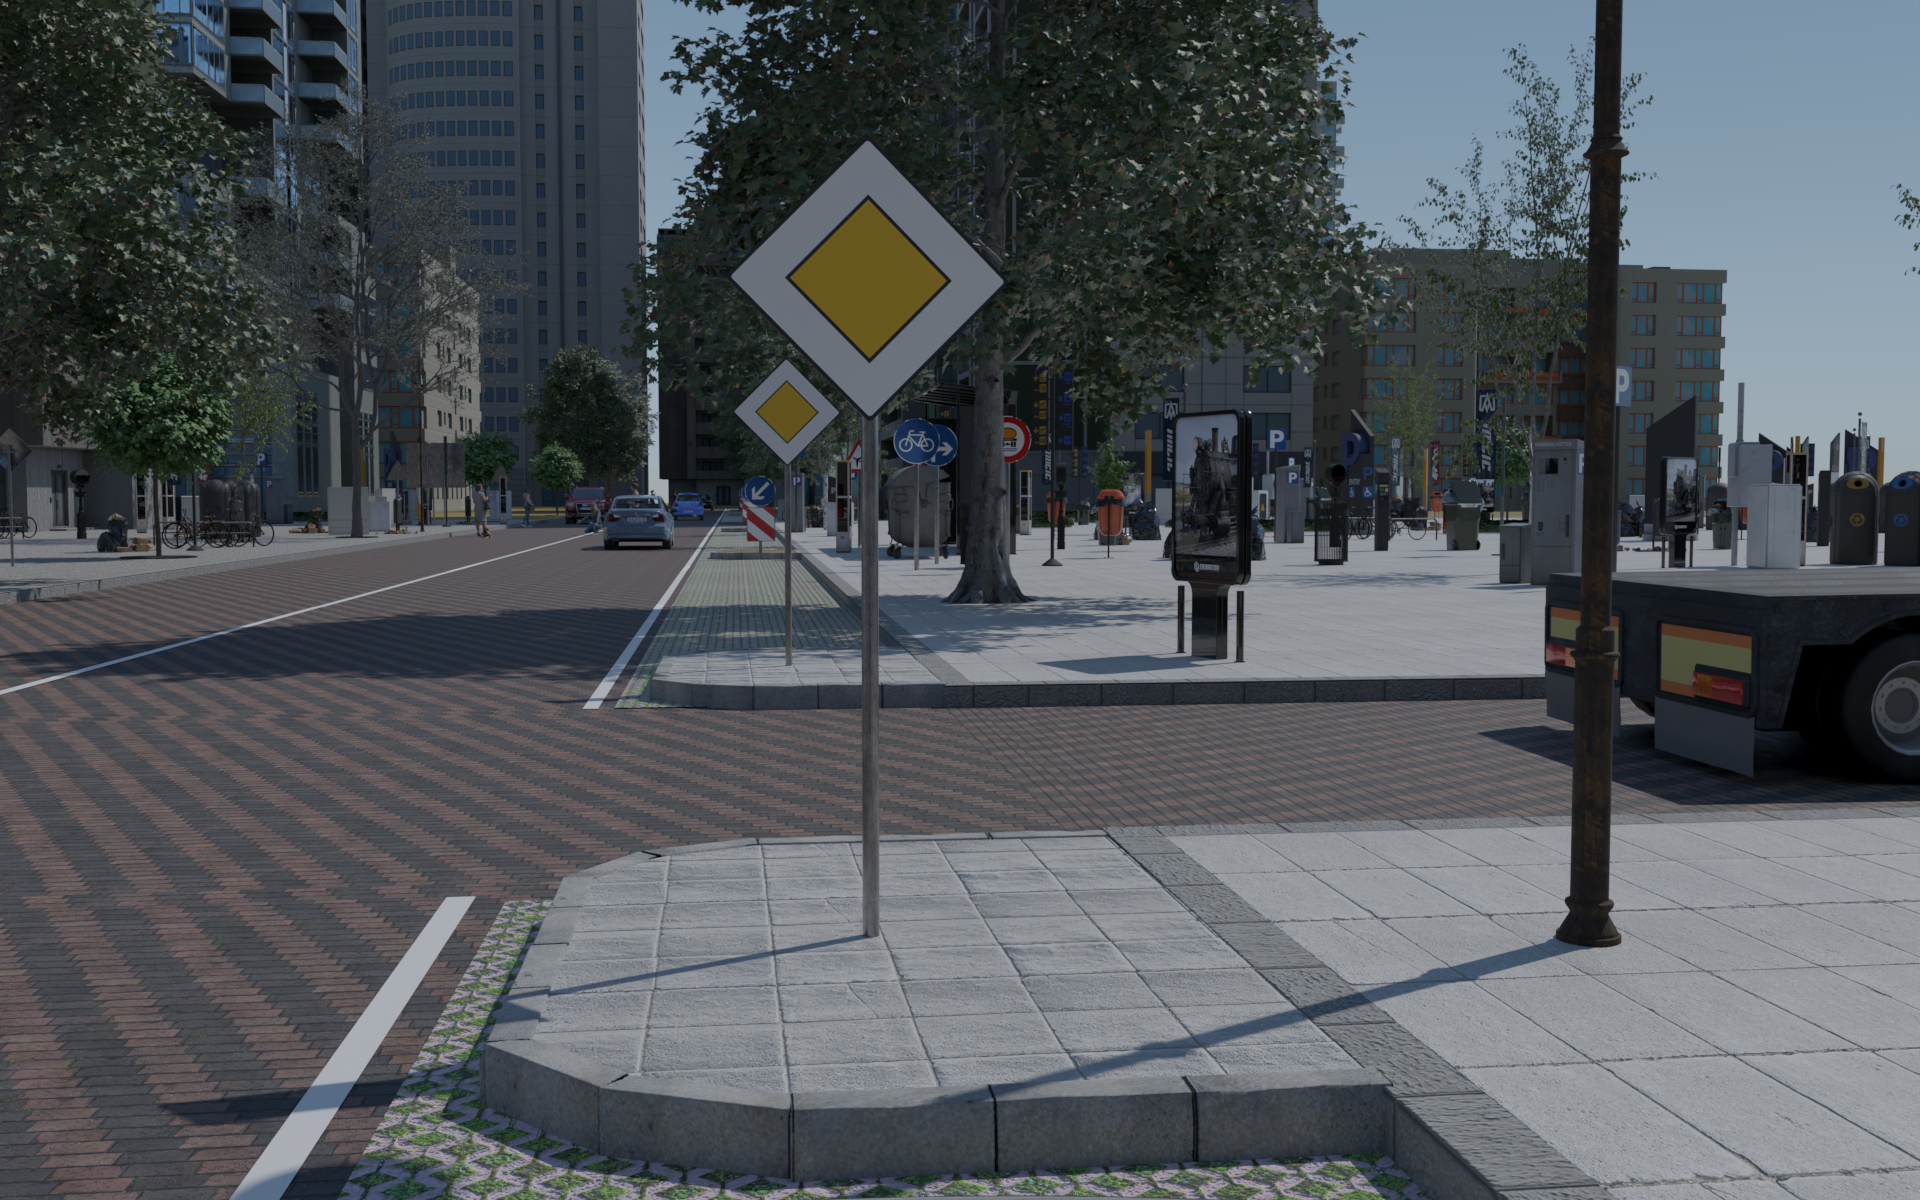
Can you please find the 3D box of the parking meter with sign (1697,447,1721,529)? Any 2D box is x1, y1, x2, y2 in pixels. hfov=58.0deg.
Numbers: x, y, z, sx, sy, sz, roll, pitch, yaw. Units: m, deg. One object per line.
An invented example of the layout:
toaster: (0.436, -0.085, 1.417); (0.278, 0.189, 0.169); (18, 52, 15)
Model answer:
parking meter with sign: (27.410, -4.181, 64.617); (1.738, 3.016, 0.543); (2, 4, 24)

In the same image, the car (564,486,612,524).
car: (-18.082, -4.638, 84.497); (2.281, 1.827, 5.304); (0, 4, -8)

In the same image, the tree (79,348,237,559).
tree: (-16.089, -3.121, 34.741); (4.285, 4.588, 4.351); (0, 3, 0)

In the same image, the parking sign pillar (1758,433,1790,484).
parking sign pillar: (35.479, -5.334, 75.690); (1.447, 3.967, 1.447); (-3, 5, -42)

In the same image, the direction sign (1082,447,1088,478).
direction sign: (5.733, -5.570, 83.058); (0.876, 3.537, 0.379); (-2, 4, -28)

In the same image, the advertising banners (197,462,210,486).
advertising banners: (-24.827, -3.818, 58.609); (2.074, 3.025, 0.090); (-1, 4, -9)

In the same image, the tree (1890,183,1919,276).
tree: (20.803, -5.020, 32.434); (4.737, 8.622, 4.395); (0, 3, 0)

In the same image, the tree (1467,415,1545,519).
tree: (22.605, -5.380, 71.677); (4.285, 4.588, 4.351); (0, 3, 0)

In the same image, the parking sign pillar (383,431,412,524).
parking sign pillar: (-24.016, -5.196, 73.419); (1.447, 3.967, 1.447); (-2, 4, -33)

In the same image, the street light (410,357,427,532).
street light: (-18.261, -5.251, 58.647); (0.468, 5.910, 1.993); (0, 4, -7)

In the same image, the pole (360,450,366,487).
pole: (-27.388, -5.241, 79.536); (0.158, 3.312, 0.155); (0, 3, 0)

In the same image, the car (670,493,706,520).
car: (-14.961, -5.245, 95.342); (1.945, 1.707, 3.694); (-1, 4, -9)

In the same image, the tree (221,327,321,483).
tree: (-26.849, -7.067, 65.911); (4.737, 8.622, 4.395); (0, 3, 0)

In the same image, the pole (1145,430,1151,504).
pole: (6.020, -3.770, 55.476); (0.158, 3.312, 0.155); (0, 3, 0)

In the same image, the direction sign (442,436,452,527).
direction sign: (-20.107, -4.633, 67.746); (0.379, 3.537, 0.876); (-1, 4, -23)

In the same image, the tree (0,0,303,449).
tree: (-14.189, -6.528, 23.741); (9.611, 12.733, 9.660); (0, 3, 0)

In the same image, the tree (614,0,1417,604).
tree: (0.439, -6.314, 20.237); (9.611, 12.733, 9.660); (0, 3, 0)

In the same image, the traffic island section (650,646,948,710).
traffic island section: (-1.261, 0.570, 12.969); (2.009, 0.180, 2.903); (0, 4, -7)

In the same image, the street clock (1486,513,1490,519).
street clock: (22.944, -4.324, 75.270); (0.471, 2.002, 0.358); (-2, 4, -26)

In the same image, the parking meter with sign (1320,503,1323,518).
parking meter with sign: (16.499, -5.284, 82.654); (1.738, 3.016, 0.543); (3, 5, 41)

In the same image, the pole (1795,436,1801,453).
pole: (29.332, -4.090, 60.722); (0.158, 3.312, 0.155); (0, 3, 0)

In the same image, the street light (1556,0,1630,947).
street light: (1.811, -1.959, 4.810); (0.468, 5.910, 1.993); (0, 4, -7)

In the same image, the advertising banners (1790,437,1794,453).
advertising banners: (25.579, -3.510, 53.576); (0.090, 3.025, 2.074); (1, 4, 18)

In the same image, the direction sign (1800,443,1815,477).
direction sign: (37.824, -5.228, 77.479); (0.379, 3.537, 0.876); (-1, 4, -22)

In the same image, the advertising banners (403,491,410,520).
advertising banners: (-25.367, -5.085, 79.329); (0.090, 3.025, 2.074); (0, 4, -3)

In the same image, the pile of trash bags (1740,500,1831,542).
pile of trash bags: (22.784, -2.321, 47.708); (1.912, 1.369, 3.447); (-1, 4, -19)

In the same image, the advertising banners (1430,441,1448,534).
advertising banners: (15.845, -3.666, 56.127); (0.090, 3.025, 2.074); (-1, 4, -20)

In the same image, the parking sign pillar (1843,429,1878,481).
parking sign pillar: (37.452, -5.105, 71.937); (1.447, 3.967, 1.447); (1, 4, 11)

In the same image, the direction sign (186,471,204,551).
direction sign: (-17.306, -2.880, 39.082); (0.379, 3.537, 0.876); (-2, 4, -31)

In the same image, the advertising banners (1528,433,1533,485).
advertising banners: (17.102, -3.339, 50.772); (0.090, 3.025, 2.074); (3, 5, 43)

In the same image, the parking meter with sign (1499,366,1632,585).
parking meter with sign: (8.439, -1.716, 24.321); (0.543, 3.016, 1.738); (-3, 5, -41)

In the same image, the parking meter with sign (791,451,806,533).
parking meter with sign: (-5.403, -3.767, 57.852); (0.543, 3.016, 1.738); (0, 4, -1)

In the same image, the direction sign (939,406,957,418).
direction sign: (-0.165, -3.218, 44.612); (0.876, 3.537, 0.379); (2, 4, 35)

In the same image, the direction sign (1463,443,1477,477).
direction sign: (22.608, -5.180, 76.694); (0.379, 3.537, 0.876); (-2, 4, -31)

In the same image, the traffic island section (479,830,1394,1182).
traffic island section: (-0.239, 1.054, 5.050); (2.009, 0.180, 2.903); (0, 4, -7)

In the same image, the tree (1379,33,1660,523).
tree: (9.224, -4.754, 28.096); (4.360, 8.622, 3.978); (0, 3, 0)

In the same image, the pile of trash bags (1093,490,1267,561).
pile of trash bags: (4.381, -1.506, 34.382); (3.447, 1.369, 1.912); (1, 4, 14)

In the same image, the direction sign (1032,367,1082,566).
direction sign: (1.646, -2.373, 30.797); (0.876, 3.537, 0.379); (3, 4, 38)

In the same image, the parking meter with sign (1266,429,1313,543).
parking meter with sign: (8.638, -3.026, 45.734); (0.543, 3.016, 1.738); (-1, 4, -11)

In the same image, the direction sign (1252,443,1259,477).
direction sign: (13.027, -5.226, 77.445); (0.379, 3.537, 0.876); (-2, 4, -32)

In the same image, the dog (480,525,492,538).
dog: (-15.608, -2.240, 56.818); (0.550, 0.427, 0.748); (1, 4, 11)

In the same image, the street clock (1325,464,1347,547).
street clock: (9.056, -2.275, 41.773); (0.471, 2.002, 0.358); (-2, 4, -25)

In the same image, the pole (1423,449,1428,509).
pole: (20.870, -5.129, 77.703); (0.158, 3.312, 0.155); (0, 3, 0)

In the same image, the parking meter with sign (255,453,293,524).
parking meter with sign: (-29.174, -4.742, 73.786); (0.543, 3.016, 1.738); (1, 4, 17)

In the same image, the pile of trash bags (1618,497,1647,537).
pile of trash bags: (20.178, -2.611, 52.436); (1.912, 1.369, 3.447); (-2, 4, -32)

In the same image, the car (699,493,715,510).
car: (-22.553, -8.728, 152.494); (2.009, 1.686, 4.222); (0, 4, -7)

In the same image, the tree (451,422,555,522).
tree: (-21.826, -5.844, 79.261); (4.285, 4.588, 4.351); (0, 3, 0)

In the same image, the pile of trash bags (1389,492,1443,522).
pile of trash bags: (20.726, -4.327, 80.495); (3.447, 1.369, 1.912); (0, 4, 1)

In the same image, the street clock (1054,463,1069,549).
street clock: (2.345, -2.175, 40.133); (0.358, 2.002, 0.471); (0, 4, 4)

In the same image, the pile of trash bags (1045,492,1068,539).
pile of trash bags: (4.084, -2.400, 48.991); (3.447, 1.369, 1.912); (1, 4, 18)

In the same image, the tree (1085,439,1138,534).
tree: (4.743, -3.682, 54.802); (1.663, 3.219, 1.824); (0, 3, 0)

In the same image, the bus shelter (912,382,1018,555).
bus shelter: (0.034, -2.954, 39.576); (1.731, 3.624, 6.357); (0, 4, -8)

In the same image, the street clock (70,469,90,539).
street clock: (-25.079, -2.742, 49.401); (0.358, 2.002, 0.471); (2, 4, 28)

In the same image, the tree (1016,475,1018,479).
tree: (1.632, -4.766, 72.518); (1.663, 3.219, 1.824); (0, 3, 0)

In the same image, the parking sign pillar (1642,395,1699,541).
parking sign pillar: (19.614, -3.624, 47.721); (1.447, 3.967, 1.447); (3, 5, 40)

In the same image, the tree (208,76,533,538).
tree: (-17.580, -8.567, 50.439); (12.009, 13.543, 11.850); (0, 3, 0)

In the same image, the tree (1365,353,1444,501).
tree: (23.057, -8.493, 89.231); (4.737, 8.622, 4.395); (0, 3, 0)

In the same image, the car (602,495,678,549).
car: (-8.545, -2.091, 46.188); (2.014, 1.417, 4.499); (-1, 4, -8)

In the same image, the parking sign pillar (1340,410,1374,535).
parking sign pillar: (12.556, -4.048, 54.652); (1.447, 3.967, 1.447); (-1, 4, -16)

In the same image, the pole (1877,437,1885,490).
pole: (33.079, -4.184, 62.253); (0.158, 3.312, 0.155); (0, 3, 0)
